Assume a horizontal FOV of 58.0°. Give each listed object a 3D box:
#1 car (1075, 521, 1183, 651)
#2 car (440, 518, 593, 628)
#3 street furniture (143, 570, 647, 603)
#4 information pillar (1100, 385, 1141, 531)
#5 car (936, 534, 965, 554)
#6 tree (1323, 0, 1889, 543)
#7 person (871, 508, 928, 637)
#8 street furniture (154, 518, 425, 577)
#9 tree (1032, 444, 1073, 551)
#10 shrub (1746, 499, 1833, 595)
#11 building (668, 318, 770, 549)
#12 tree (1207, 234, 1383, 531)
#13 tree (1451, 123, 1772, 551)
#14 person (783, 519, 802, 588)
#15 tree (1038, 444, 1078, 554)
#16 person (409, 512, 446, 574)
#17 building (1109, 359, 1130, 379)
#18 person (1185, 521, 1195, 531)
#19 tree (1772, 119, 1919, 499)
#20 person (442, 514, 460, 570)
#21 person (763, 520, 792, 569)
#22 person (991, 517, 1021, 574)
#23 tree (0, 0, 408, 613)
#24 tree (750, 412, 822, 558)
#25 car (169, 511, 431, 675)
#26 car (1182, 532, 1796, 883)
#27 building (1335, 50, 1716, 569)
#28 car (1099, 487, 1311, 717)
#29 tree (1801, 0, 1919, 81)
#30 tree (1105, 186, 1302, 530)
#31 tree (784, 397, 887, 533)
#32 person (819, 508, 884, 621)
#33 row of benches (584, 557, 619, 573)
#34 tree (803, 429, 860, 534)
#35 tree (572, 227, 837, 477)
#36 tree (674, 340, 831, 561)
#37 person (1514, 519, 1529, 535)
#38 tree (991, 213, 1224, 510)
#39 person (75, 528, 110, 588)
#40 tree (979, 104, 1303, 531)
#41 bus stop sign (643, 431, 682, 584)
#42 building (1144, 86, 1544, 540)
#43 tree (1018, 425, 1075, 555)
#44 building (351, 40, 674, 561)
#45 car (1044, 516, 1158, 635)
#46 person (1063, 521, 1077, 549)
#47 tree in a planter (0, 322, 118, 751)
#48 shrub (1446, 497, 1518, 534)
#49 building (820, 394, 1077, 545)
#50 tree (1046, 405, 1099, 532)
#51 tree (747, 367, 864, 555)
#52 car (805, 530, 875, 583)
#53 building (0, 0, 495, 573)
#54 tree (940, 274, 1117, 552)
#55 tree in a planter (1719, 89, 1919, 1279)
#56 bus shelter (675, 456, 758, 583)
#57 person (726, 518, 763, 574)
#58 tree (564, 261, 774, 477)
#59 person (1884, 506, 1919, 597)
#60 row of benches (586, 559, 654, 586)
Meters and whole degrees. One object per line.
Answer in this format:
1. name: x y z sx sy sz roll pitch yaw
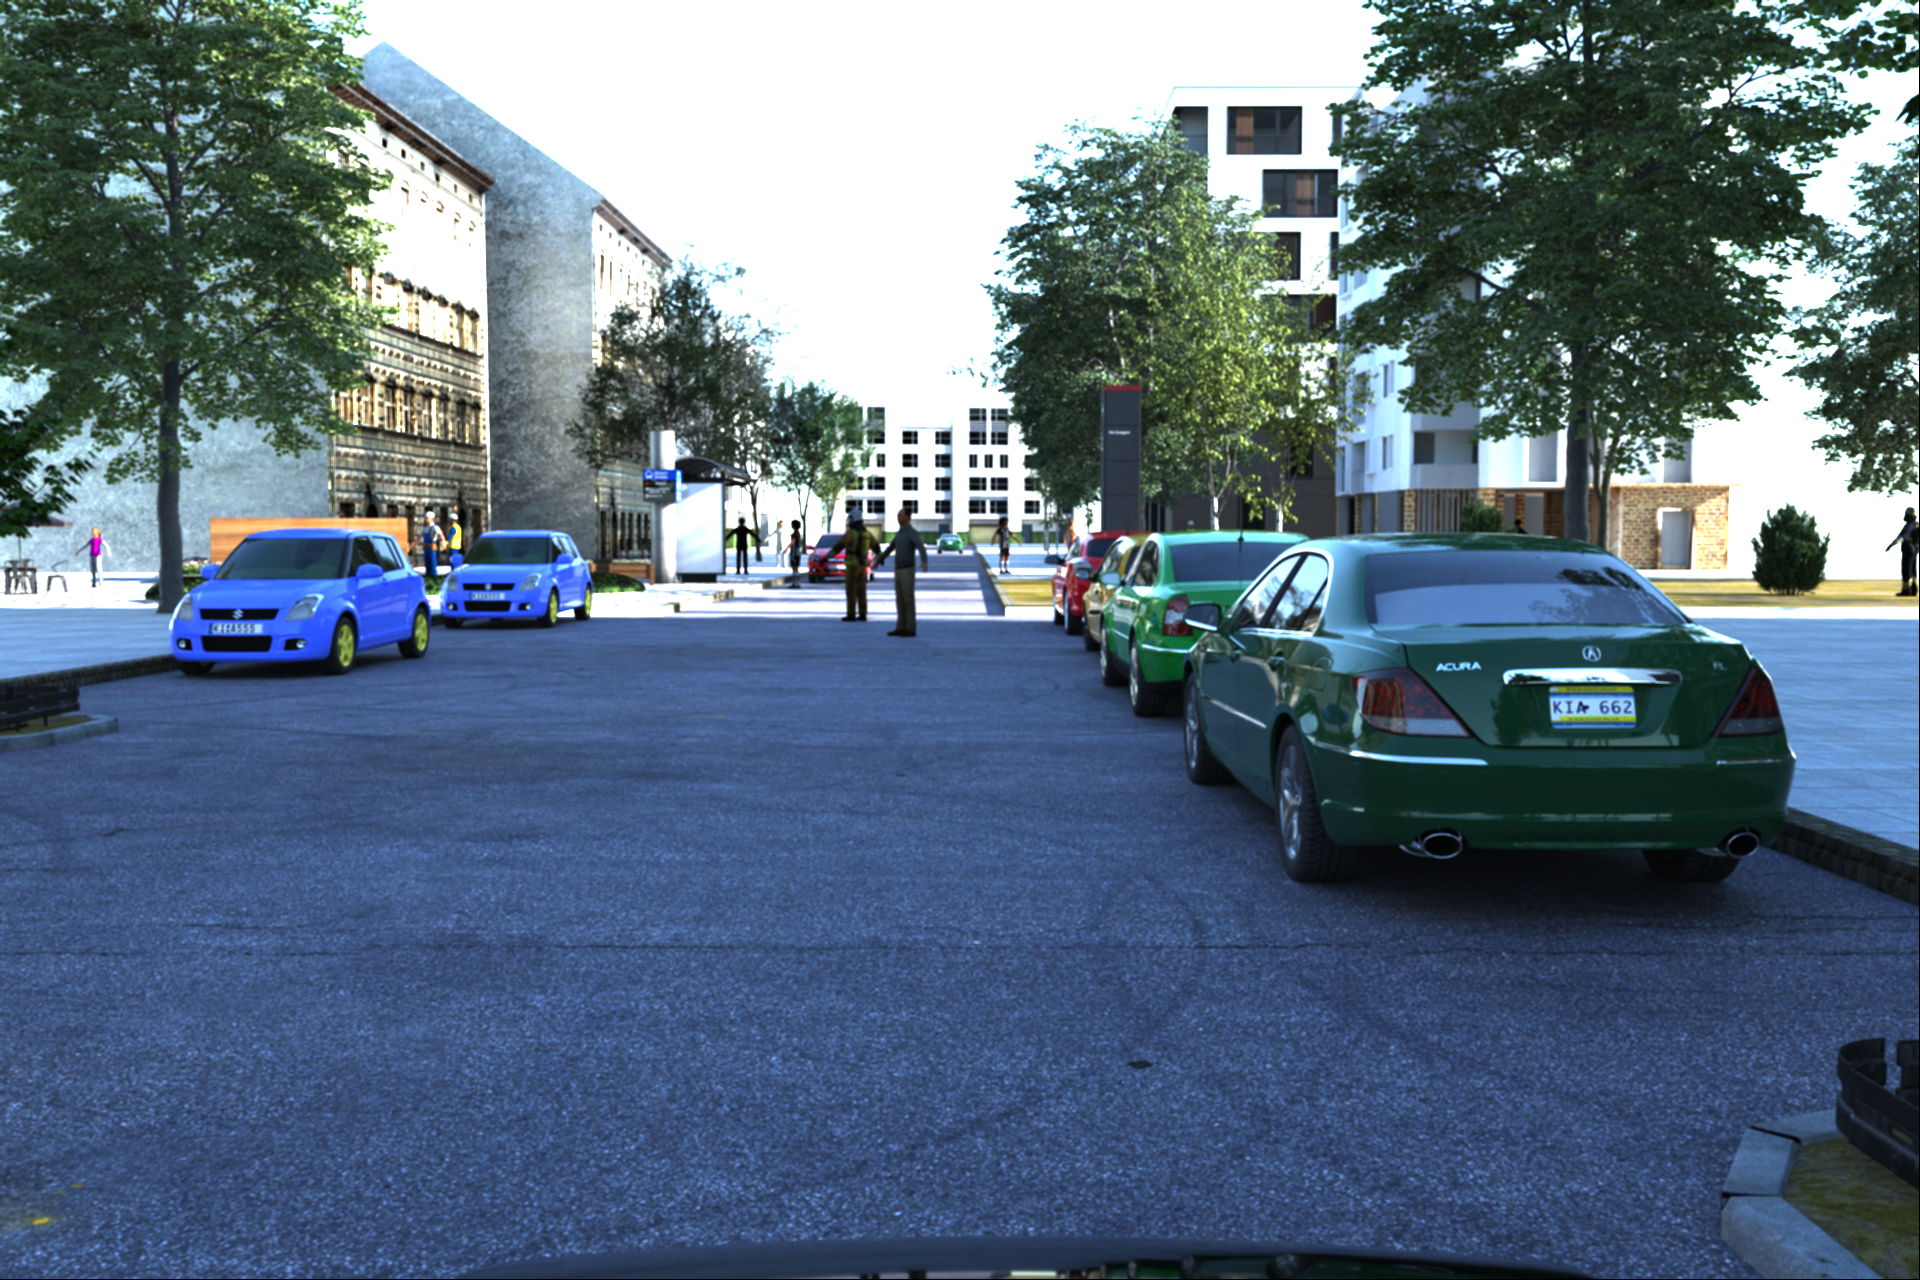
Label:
1. car: 2.389 -0.604 20.105 2.015 1.641 3.980 0 4 -1
2. car: -7.037 -1.103 27.618 1.945 1.707 3.694 0 4 0
3. street furniture: -11.753 -1.274 36.449 10.072 0.657 5.734 -2 4 -30
4. information pillar: 2.823 -2.516 30.516 0.750 3.857 0.750 0 4 -2
5. car: -0.704 -7.001 126.265 2.131 1.459 4.920 0 4 1
6. tree: 8.873 -6.512 24.599 7.486 12.596 7.792 0 3 0
7. person: -0.798 -0.952 24.289 0.705 1.796 1.348 -2 4 -35
8. street furniture: -19.655 -2.523 48.103 9.812 1.723 11.010 -1 4 -23
9. tree: 6.052 -8.982 97.216 4.737 8.622 4.395 0 3 0
10. shrub: 17.463 -1.960 36.473 1.690 2.028 1.600 0 3 0
11. building: -27.623 -17.769 156.983 16.747 18.905 31.486 0 4 1
12. tree: 8.285 -5.701 43.568 4.737 8.622 4.395 0 3 0
13. tree: 16.534 -7.252 44.319 9.928 11.665 9.643 0 3 0
14. person: -4.389 -2.279 45.868 0.704 1.843 1.345 1 4 10
15. tree: 6.542 -9.900 112.223 4.737 8.622 4.395 0 3 0
16. person: -13.534 -2.344 44.174 1.347 1.847 0.705 2 4 33
17. building: 23.976 -18.459 168.256 16.747 18.905 31.486 0 3 0
18. person: 8.425 -3.493 63.578 1.216 1.772 0.721 -1 4 -13
19. tree: 27.902 -8.644 47.988 9.857 13.997 8.962 0 3 0
20. person: -13.922 -2.541 47.517 0.705 1.833 1.349 0 4 -2
21. person: -6.520 -3.488 63.215 1.347 1.806 0.705 0 4 -3
22. person: 1.446 -3.032 55.713 1.345 1.843 0.704 -3 5 -45
23. tree: -12.650 -6.732 28.190 7.486 12.596 7.792 0 3 0
24. tree: -10.150 -8.831 94.756 4.360 8.622 3.978 0 3 0
25. car: -7.076 -0.561 18.769 1.945 1.707 3.694 0 4 1
26. car: 2.248 0.198 8.555 2.131 1.459 4.920 0 4 -1
27. building: 21.455 -13.309 74.030 16.016 20.090 11.380 0 4 0
28. car: 2.233 -0.378 14.970 1.959 1.807 4.718 0 4 -1
29. tree: 7.992 -5.605 9.762 7.486 12.596 7.792 0 3 0
30. tree: 5.301 -5.264 36.425 4.737 8.622 4.395 0 3 0
31. tree: -9.556 -12.379 128.155 9.928 11.665 9.643 0 3 0
32. person: -1.728 -1.241 28.524 1.354 1.858 0.705 -3 5 -43
33. row of benches: -10.882 -1.873 46.093 4.104 0.672 1.422 -1 4 -17
34. tree: -9.211 -10.370 119.905 4.737 8.622 4.395 0 3 0
35. tree: -10.179 -9.724 69.357 12.009 13.543 11.850 0 3 0
36. tree: -9.689 -8.997 81.518 7.601 10.594 8.767 3 5 45
37. person: 17.099 -2.827 52.937 0.721 1.740 1.216 -3 5 -42
38. tree: 6.057 -9.994 70.065 9.857 13.997 8.962 0 3 0
39. person: -20.562 -1.948 41.111 0.991 1.433 0.599 1 4 17
40. tree: 5.483 -8.896 52.112 9.857 13.997 8.962 0 3 0
41. bus stop sign: -7.617 -3.386 44.384 0.837 3.901 0.837 0 4 1
42. building: 23.866 -15.389 95.580 27.936 21.610 32.646 0 4 1
43. tree: 5.487 -9.625 107.728 4.360 8.622 3.978 0 3 0
44. building: -25.528 -15.639 86.632 19.493 23.208 18.063 0 4 0
45. car: 2.376 -1.043 26.096 2.155 1.783 4.494 0 4 0
46. person: 3.795 -3.126 57.921 0.721 1.733 1.217 -2 4 -29
47. tree in a planter: -7.125 -0.906 12.033 1.991 3.239 1.994 0 4 0
48. shrub: 10.825 -1.964 36.157 1.661 2.075 1.752 0 3 0
49. building: -1.912 -21.938 227.606 31.486 18.905 16.747 -1 4 -10
50. tree: 5.937 -8.104 82.865 4.737 8.622 4.395 0 3 0
51. tree: -9.857 -11.188 108.680 9.928 11.665 9.643 0 3 0
52. car: -3.544 -2.634 52.108 2.155 1.783 4.494 0 4 0
53. building: -29.698 -14.336 65.316 19.493 23.208 18.063 0 4 1
54. tree: 4.948 -16.551 126.504 12.611 20.169 13.585 0 3 0
55. tree in a planter: 2.541 -0.356 3.045 1.991 3.239 1.994 0 4 0
56. bus shelter: -6.921 -3.305 47.963 2.014 3.302 5.546 0 4 0
57. person: -6.936 -2.991 55.097 1.347 1.806 0.705 0 4 -7
58. tree: -9.820 -7.601 58.684 7.601 10.594 8.767 -1 4 -14
59. person: 19.535 -1.828 35.671 1.354 1.856 0.705 -2 4 -31
60. row of benches: -9.527 -1.688 43.059 4.104 0.672 1.422 0 4 -6
